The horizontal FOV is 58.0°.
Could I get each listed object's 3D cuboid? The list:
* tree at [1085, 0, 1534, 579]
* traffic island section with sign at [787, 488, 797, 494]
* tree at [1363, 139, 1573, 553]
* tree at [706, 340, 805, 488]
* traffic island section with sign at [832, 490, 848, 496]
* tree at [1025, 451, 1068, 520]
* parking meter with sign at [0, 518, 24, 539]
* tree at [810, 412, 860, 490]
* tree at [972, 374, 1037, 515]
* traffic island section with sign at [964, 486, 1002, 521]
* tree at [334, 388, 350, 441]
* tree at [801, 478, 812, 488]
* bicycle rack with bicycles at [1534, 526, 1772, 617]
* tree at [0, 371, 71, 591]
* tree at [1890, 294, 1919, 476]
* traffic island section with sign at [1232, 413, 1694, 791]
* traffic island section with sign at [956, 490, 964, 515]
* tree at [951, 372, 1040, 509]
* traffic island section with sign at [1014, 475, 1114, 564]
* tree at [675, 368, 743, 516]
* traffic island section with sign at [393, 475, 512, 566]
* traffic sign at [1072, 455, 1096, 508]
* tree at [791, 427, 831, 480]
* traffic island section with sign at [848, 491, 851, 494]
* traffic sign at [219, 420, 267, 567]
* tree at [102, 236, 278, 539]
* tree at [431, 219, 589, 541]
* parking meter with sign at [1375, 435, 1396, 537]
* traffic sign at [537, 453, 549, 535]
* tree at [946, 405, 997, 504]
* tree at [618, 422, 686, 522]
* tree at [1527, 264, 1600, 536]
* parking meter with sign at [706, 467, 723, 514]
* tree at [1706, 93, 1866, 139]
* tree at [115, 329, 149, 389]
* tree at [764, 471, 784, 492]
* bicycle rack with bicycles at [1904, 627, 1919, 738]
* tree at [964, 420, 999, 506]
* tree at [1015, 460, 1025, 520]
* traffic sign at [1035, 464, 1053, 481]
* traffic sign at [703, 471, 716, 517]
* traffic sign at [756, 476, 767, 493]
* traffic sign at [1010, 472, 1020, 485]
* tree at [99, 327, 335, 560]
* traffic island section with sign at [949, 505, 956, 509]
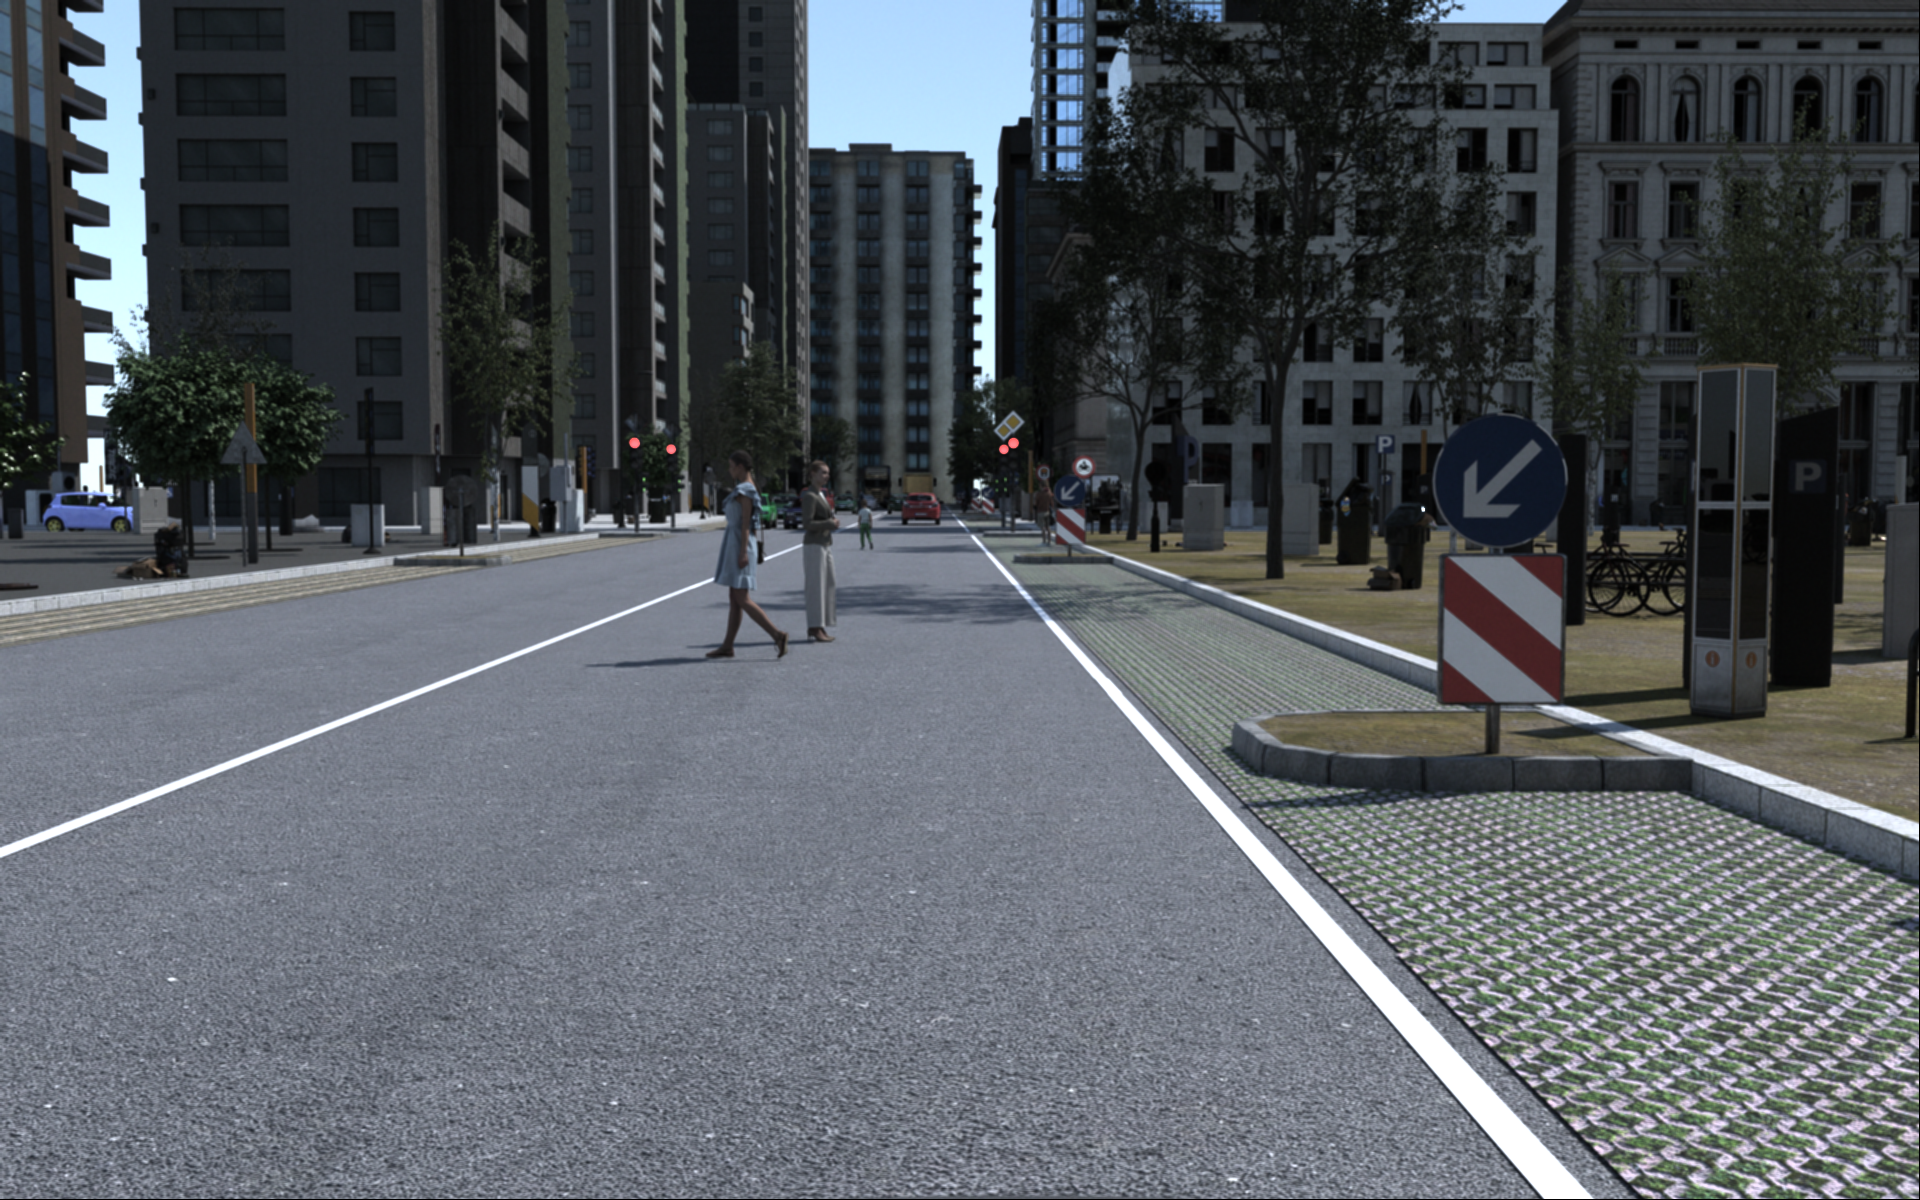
[{"bbox_3d":[4.513,-5.586,25.743,7.601,10.594,8.767,-3,5,-44],"label":"tree"},{"bbox_3d":[-11.380,-6.663,117.564,1.989,1.847,2.006,0,4,-1],"label":"traffic island section with sign"},{"bbox_3d":[10.304,-5.223,35.757,4.360,8.622,3.978,0,3,0],"label":"tree"},{"bbox_3d":[-14.997,-12.809,127.547,7.486,12.596,7.792,0,3,0],"label":"tree"},{"bbox_3d":[-12.127,-9.739,167.861,1.989,1.847,2.006,0,4,-1],"label":"traffic island section with sign"},{"bbox_3d":[3.968,-5.055,77.256,1.663,3.219,1.824,0,3,0],"label":"tree"},{"bbox_3d":[-27.751,-3.252,49.435,1.738,3.016,0.543,-1,4,-18],"label":"parking meter with sign"},{"bbox_3d":[-16.155,-17.905,218.497,9.928,11.665,9.643,0,3,0],"label":"tree"},{"bbox_3d":[3.050,-9.576,106.922,4.737,8.622,4.395,0,3,0],"label":"tree"},{"bbox_3d":[1.341,-5.029,90.857,1.989,1.847,2.006,0,4,-1],"label":"traffic island section with sign"},{"bbox_3d":[-15.564,-3.388,39.102,4.285,4.588,4.351,0,3,0],"label":"tree"},{"bbox_3d":[-15.271,-11.016,174.712,1.663,3.219,1.824,0,3,0],"label":"tree"},{"bbox_3d":[7.450,-0.332,18.815,2.925,0.926,2.852,2,4,27],"label":"bicycle rack with bicycles"},{"bbox_3d":[-12.911,-1.759,23.361,1.663,3.219,1.824,0,3,0],"label":"tree"},{"bbox_3d":[25.410,-5.648,42.708,4.360,8.622,3.978,0,3,0],"label":"tree"},{"bbox_3d":[2.523,-0.038,9.243,1.989,1.847,2.006,0,4,-1],"label":"traffic island section with sign"},{"bbox_3d":[0.929,-6.688,117.974,1.989,1.847,2.006,0,4,-1],"label":"traffic island section with sign"},{"bbox_3d":[3.127,-13.522,146.837,9.928,11.665,9.643,0,3,0],"label":"tree"},{"bbox_3d":[2.137,-1.686,36.195,1.989,1.847,2.006,0,4,-1],"label":"traffic island section with sign"},{"bbox_3d":[-14.435,-9.190,100.613,4.360,8.622,3.978,0,3,0],"label":"tree"},{"bbox_3d":[-10.180,-1.615,35.027,1.989,1.847,2.006,0,4,-1],"label":"traffic island section with sign"},{"bbox_3d":[4.077,-3.476,56.945,0.768,2.556,0.104,0,4,3],"label":"traffic sign"},{"bbox_3d":[-16.267,-14.556,188.348,4.360,8.622,3.978,0,3,0],"label":"tree"},{"bbox_3d":[-12.536,-11.446,195.772,1.989,1.847,2.006,0,4,-1],"label":"traffic island section with sign"},{"bbox_3d":[-12.622,-1.865,30.493,0.884,2.594,0.081,0,4,7],"label":"traffic sign"},{"bbox_3d":[-21.407,-6.019,48.778,4.360,8.622,3.978,0,3,0],"label":"tree"},{"bbox_3d":[-12.595,-5.944,47.542,4.737,8.622,4.395,0,3,0],"label":"tree"},{"bbox_3d":[12.851,-3.409,52.002,0.543,3.016,1.738,1,4,21],"label":"parking meter with sign"},{"bbox_3d":[-13.042,-3.261,53.423,0.768,2.556,0.104,1,4,8],"label":"traffic sign"},{"bbox_3d":[1.920,-18.373,218.517,7.486,12.596,7.792,0,3,0],"label":"tree"},{"bbox_3d":[-13.976,-5.828,79.004,4.285,4.588,4.351,0,3,0],"label":"tree"},{"bbox_3d":[19.438,-6.288,53.165,4.737,8.622,4.395,0,3,0],"label":"tree"},{"bbox_3d":[-15.613,-7.054,111.590,0.543,3.016,1.738,2,4,26],"label":"parking meter with sign"},{"bbox_3d":[15.634,-5.056,33.025,4.737,8.622,4.395,0,3,0],"label":"tree"},{"bbox_3d":[-35.911,-7.817,78.166,4.737,8.622,4.395,0,3,0],"label":"tree"},{"bbox_3d":[-15.050,-8.892,139.979,1.663,3.219,1.824,0,3,0],"label":"tree"},{"bbox_3d":[6.200,0.313,8.273,2.925,0.926,2.852,-1,4,-9],"label":"bicycle rack with bicycles"},{"bbox_3d":[2.247,-14.135,181.469,4.360,8.622,3.978,0,3,0],"label":"tree"},{"bbox_3d":[3.500,-5.491,84.383,1.663,3.219,1.824,0,3,0],"label":"tree"},{"bbox_3d":[3.549,-4.464,73.098,0.768,2.556,0.104,0,4,4],"label":"traffic sign"},{"bbox_3d":[-13.726,-5.790,94.778,0.768,2.556,0.104,0,4,1],"label":"traffic sign"},{"bbox_3d":[-14.014,-7.464,122.148,0.768,2.556,0.104,0,4,5],"label":"traffic sign"},{"bbox_3d":[3.001,-5.923,96.939,0.768,2.556,0.104,0,4,1],"label":"traffic sign"},{"bbox_3d":[-15.310,-3.100,34.397,4.285,4.588,4.351,0,3,0],"label":"tree"},{"bbox_3d":[0.196,-9.769,168.345,1.989,1.847,2.006,0,4,-1],"label":"traffic island section with sign"}]
